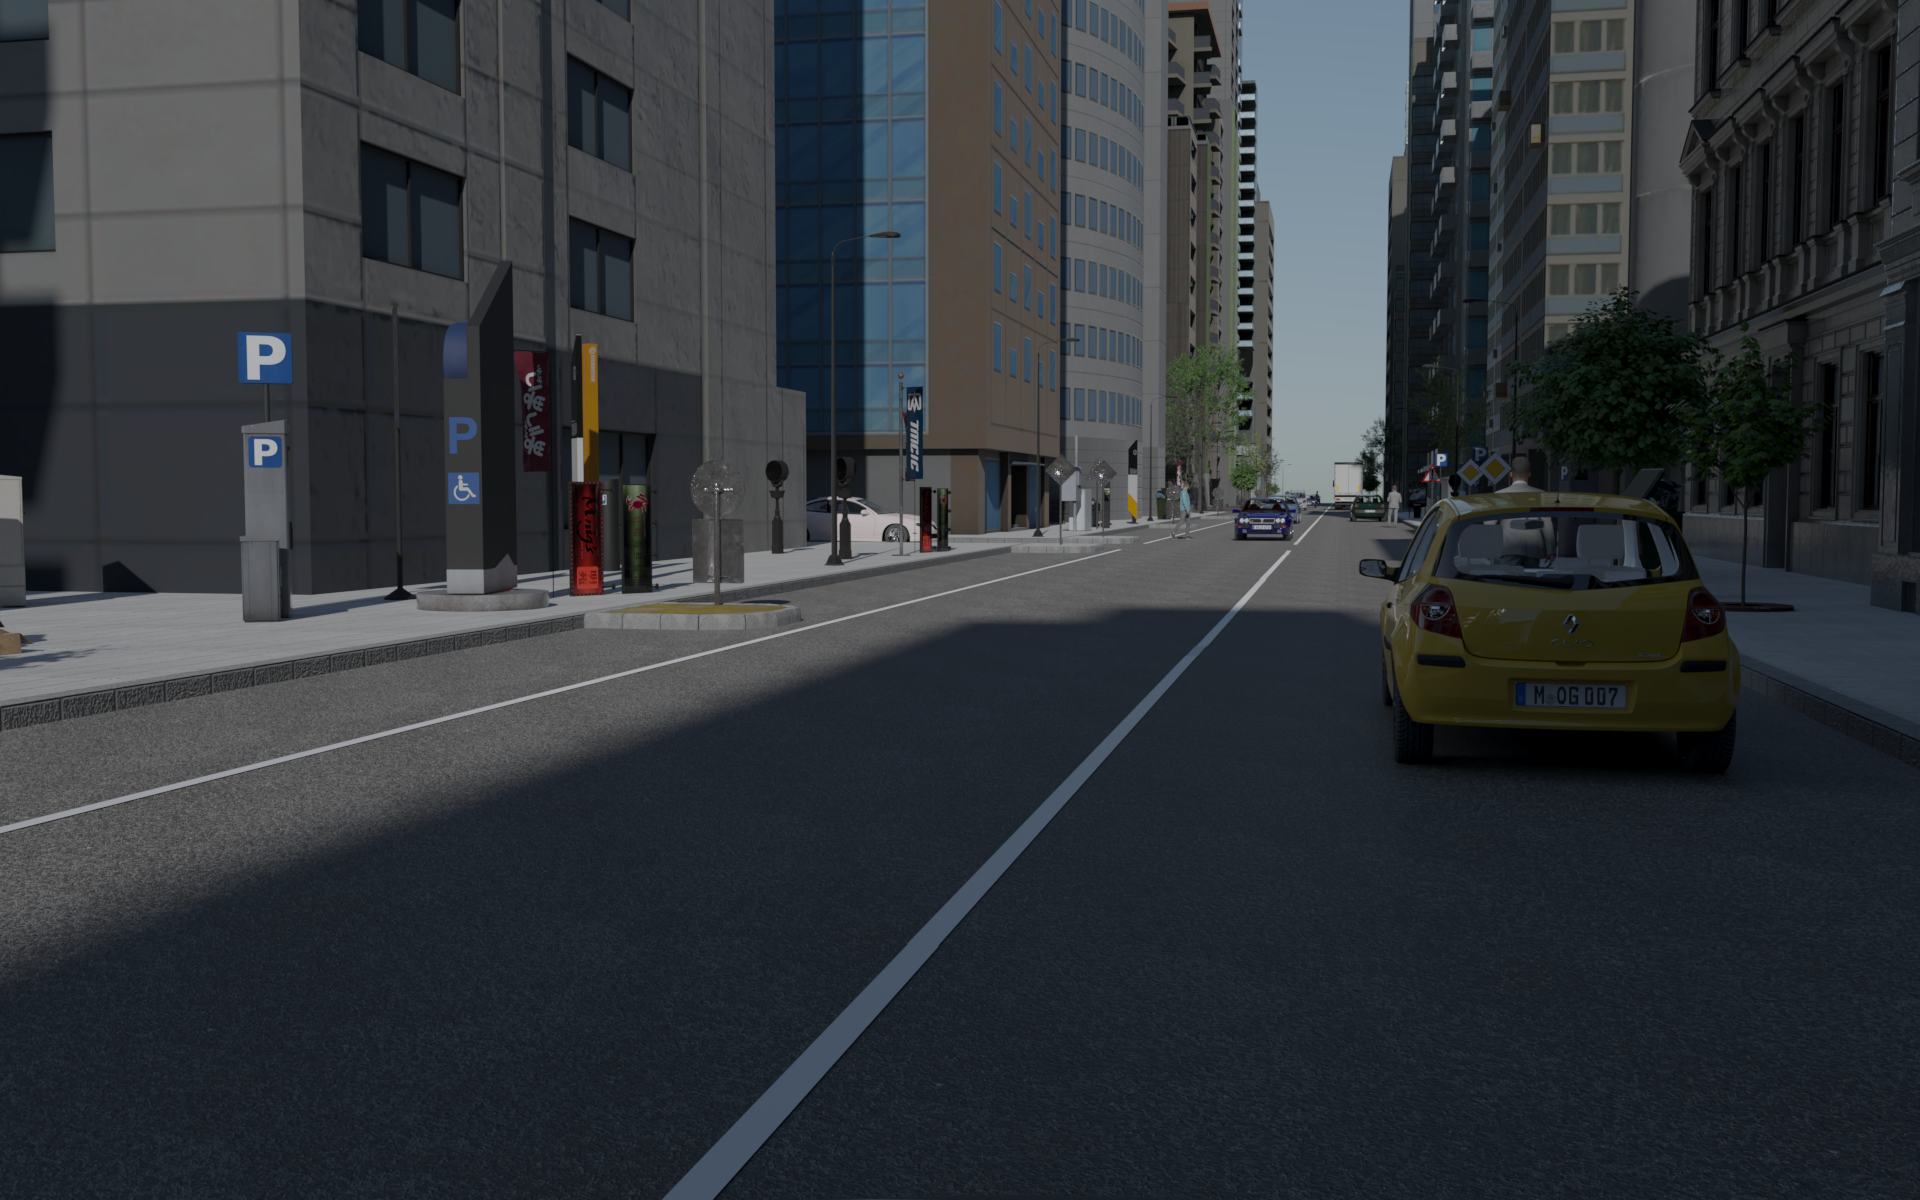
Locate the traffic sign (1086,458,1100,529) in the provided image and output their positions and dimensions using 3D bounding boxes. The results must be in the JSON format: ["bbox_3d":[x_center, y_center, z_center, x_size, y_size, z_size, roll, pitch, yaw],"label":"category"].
[{"bbox_3d":[5.011,-3.867,63.233,0.884,2.594,0.081,1,4,13],"label":"traffic sign"}]

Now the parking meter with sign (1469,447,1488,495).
[{"bbox_3d":[19.379,-4.203,64.986,0.543,3.016,1.738,1,4,8],"label":"parking meter with sign"}]

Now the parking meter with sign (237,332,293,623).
[{"bbox_3d":[-7.236,-1.331,18.021,0.543,3.016,1.738,-1,4,-19],"label":"parking meter with sign"}]

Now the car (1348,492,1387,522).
[{"bbox_3d":[21.244,-4.919,90.207,2.009,1.686,4.222,1,4,10],"label":"car"}]

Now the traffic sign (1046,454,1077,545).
[{"bbox_3d":[2.535,-2.439,43.525,0.795,2.450,0.064,1,4,12],"label":"traffic sign"}]

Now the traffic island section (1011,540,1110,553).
[{"bbox_3d":[2.510,-1.303,43.592,2.009,0.180,2.903,1,4,12],"label":"traffic island section"}]

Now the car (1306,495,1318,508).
[{"bbox_3d":[36.770,-10.400,182.612,1.945,1.354,3.894,1,4,12],"label":"car"}]

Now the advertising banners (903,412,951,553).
[{"bbox_3d":[-0.732,-2.545,37.804,0.090,3.025,2.074,2,4,29],"label":"advertising banners"}]

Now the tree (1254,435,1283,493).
[{"bbox_3d":[37.501,-15.993,211.842,4.360,8.622,3.978,0,3,0],"label":"tree"}]

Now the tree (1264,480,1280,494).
[{"bbox_3d":[41.494,-14.520,232.006,1.663,3.219,1.824,0,3,0],"label":"tree"}]

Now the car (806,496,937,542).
[{"bbox_3d":[-2.950,-2.155,47.600,4.827,1.381,2.083,1,4,12],"label":"car"}]

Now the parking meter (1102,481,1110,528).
[{"bbox_3d":[5.473,-3.617,64.845,0.255,1.863,0.399,0,4,-5],"label":"parking meter"}]

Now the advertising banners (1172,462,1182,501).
[{"bbox_3d":[11.288,-5.904,92.725,0.090,3.025,2.074,3,5,42],"label":"advertising banners"}]

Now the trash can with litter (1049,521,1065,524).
[{"bbox_3d":[3.853,-3.884,74.556,2.233,1.210,1.678,2,4,31],"label":"trash can with litter"}]

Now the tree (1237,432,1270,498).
[{"bbox_3d":[33.555,-15.212,199.078,4.737,8.622,4.395,0,3,0],"label":"tree"}]

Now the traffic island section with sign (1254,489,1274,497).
[{"bbox_3d":[25.534,-8.525,148.015,1.989,1.847,2.006,1,4,12],"label":"traffic island section with sign"}]

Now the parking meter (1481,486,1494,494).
[{"bbox_3d":[16.033,-2.710,52.715,0.372,1.533,0.369,0,3,0],"label":"parking meter"}]

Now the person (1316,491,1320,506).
[{"bbox_3d":[43.295,-12.317,209.867,0.705,1.826,1.348,0,4,-5],"label":"person"}]

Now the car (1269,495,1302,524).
[{"bbox_3d":[15.663,-4.427,84.388,2.014,1.417,4.499,1,4,14],"label":"car"}]

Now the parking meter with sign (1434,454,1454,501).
[{"bbox_3d":[20.820,-4.738,73.732,0.543,3.016,1.738,-1,4,-10],"label":"parking meter with sign"}]

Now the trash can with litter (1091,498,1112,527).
[{"bbox_3d":[5.424,-3.468,68.086,1.055,1.170,0.624,-1,4,-19],"label":"trash can with litter"}]

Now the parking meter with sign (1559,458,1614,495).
[{"bbox_3d":[12.551,-2.381,35.186,1.738,3.016,0.543,-1,4,-12],"label":"parking meter with sign"}]

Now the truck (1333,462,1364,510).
[{"bbox_3d":[35.209,-10.283,157.042,2.839,4.237,11.283,1,4,12],"label":"truck"}]

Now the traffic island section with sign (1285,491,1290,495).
[{"bbox_3d":[49.286,-15.119,255.826,1.989,1.847,2.006,1,4,12],"label":"traffic island section with sign"}]

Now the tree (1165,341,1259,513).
[{"bbox_3d":[16.503,-11.767,118.149,9.928,11.665,9.643,0,3,0],"label":"tree"}]

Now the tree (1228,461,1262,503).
[{"bbox_3d":[27.935,-11.371,169.636,4.285,4.588,4.351,0,3,0],"label":"tree"}]

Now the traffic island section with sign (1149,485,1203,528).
[{"bbox_3d":[9.093,-3.962,73.413,1.989,1.847,2.006,1,4,12],"label":"traffic island section with sign"}]

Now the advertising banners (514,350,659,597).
[{"bbox_3d":[-4.682,-1.564,21.765,2.074,3.025,0.090,-3,5,-45],"label":"advertising banners"}]

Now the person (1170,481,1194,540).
[{"bbox_3d":[7.028,-2.826,54.561,0.748,1.841,0.638,1,4,21],"label":"person"}]

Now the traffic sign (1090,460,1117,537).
[{"bbox_3d":[4.254,-2.916,51.323,0.795,2.450,0.064,1,4,12],"label":"traffic sign"}]

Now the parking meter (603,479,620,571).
[{"bbox_3d":[-5.854,-1.249,28.837,0.372,1.533,0.369,0,3,0],"label":"parking meter"}]

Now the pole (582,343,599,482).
[{"bbox_3d":[-5.027,-1.821,23.612,0.158,3.312,0.155,0,3,0],"label":"pole"}]

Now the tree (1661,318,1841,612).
[{"bbox_3d":[8.631,-1.511,19.307,1.663,3.219,1.824,0,3,0],"label":"tree"}]

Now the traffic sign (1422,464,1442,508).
[{"bbox_3d":[20.645,-4.631,75.724,0.884,2.594,0.081,1,4,18],"label":"traffic sign"}]

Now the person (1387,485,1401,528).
[{"bbox_3d":[18.495,-3.990,73.937,0.606,1.804,0.583,0,4,-8],"label":"person"}]

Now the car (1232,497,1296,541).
[{"bbox_3d":[9.551,-2.552,54.311,1.945,1.354,3.894,1,4,12],"label":"car"}]

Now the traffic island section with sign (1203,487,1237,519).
[{"bbox_3d":[14.970,-5.594,100.085,1.989,1.847,2.006,1,4,12],"label":"traffic island section with sign"}]

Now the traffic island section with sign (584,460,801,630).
[{"bbox_3d":[-2.856,-0.649,19.238,1.989,1.847,2.006,1,4,12],"label":"traffic island section with sign"}]

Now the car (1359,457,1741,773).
[{"bbox_3d":[3.440,-0.013,10.441,2.015,1.641,3.980,1,4,12],"label":"car"}]

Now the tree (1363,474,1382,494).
[{"bbox_3d":[61.063,-16.745,257.500,4.285,4.588,4.351,0,3,0],"label":"tree"}]

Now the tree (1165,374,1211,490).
[{"bbox_3d":[13.427,-9.482,105.385,4.360,8.622,3.978,0,3,0],"label":"tree"}]

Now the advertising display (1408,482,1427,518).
[{"bbox_3d":[24.171,-5.277,91.496,0.974,1.923,0.123,2,4,33],"label":"advertising display"}]

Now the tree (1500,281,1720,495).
[{"bbox_3d":[10.229,-2.630,26.717,4.285,4.588,4.351,0,3,0],"label":"tree"}]

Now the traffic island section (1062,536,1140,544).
[{"bbox_3d":[4.229,-1.780,51.390,2.009,0.180,2.903,1,4,12],"label":"traffic island section"}]

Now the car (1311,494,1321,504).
[{"bbox_3d":[53.967,-15.383,263.506,2.014,1.417,4.499,1,4,12],"label":"car"}]

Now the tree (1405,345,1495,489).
[{"bbox_3d":[24.475,-8.328,86.524,4.737,8.622,4.395,0,3,0],"label":"tree"}]

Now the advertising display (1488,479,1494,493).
[{"bbox_3d":[20.783,-3.822,67.703,0.123,1.923,0.974,0,4,5],"label":"advertising display"}]

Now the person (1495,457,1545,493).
[{"bbox_3d":[5.401,-0.488,16.753,0.678,1.792,0.850,1,4,16],"label":"person"}]

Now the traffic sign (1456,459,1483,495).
[{"bbox_3d":[14.449,-2.778,49.063,0.795,2.450,0.064,1,4,12],"label":"traffic sign"}]

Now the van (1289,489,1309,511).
[{"bbox_3d":[29.552,-8.846,151.635,2.013,2.044,4.112,1,4,11],"label":"van"}]

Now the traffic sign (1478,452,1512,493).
[{"bbox_3d":[12.730,-2.301,41.265,0.795,2.450,0.064,1,4,12],"label":"traffic sign"}]
